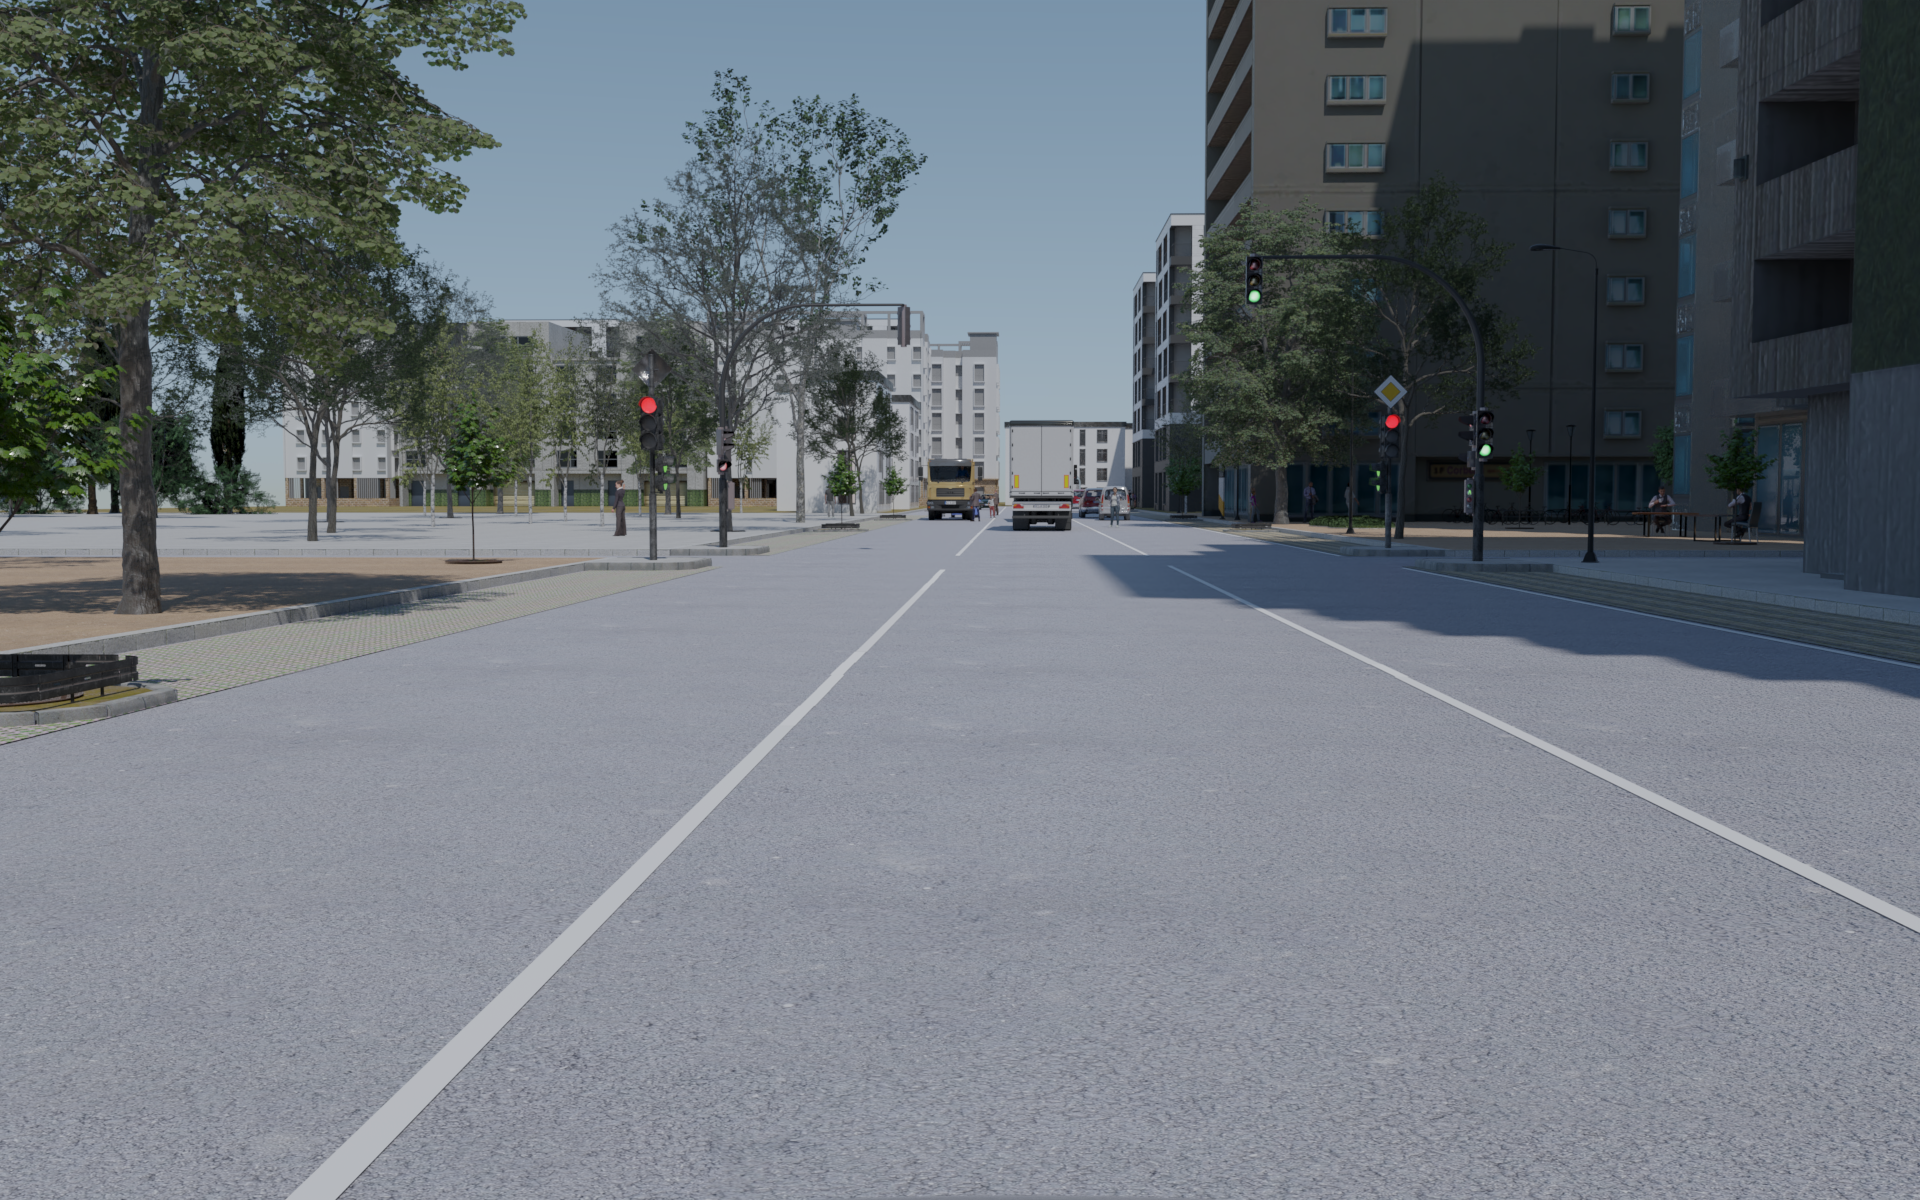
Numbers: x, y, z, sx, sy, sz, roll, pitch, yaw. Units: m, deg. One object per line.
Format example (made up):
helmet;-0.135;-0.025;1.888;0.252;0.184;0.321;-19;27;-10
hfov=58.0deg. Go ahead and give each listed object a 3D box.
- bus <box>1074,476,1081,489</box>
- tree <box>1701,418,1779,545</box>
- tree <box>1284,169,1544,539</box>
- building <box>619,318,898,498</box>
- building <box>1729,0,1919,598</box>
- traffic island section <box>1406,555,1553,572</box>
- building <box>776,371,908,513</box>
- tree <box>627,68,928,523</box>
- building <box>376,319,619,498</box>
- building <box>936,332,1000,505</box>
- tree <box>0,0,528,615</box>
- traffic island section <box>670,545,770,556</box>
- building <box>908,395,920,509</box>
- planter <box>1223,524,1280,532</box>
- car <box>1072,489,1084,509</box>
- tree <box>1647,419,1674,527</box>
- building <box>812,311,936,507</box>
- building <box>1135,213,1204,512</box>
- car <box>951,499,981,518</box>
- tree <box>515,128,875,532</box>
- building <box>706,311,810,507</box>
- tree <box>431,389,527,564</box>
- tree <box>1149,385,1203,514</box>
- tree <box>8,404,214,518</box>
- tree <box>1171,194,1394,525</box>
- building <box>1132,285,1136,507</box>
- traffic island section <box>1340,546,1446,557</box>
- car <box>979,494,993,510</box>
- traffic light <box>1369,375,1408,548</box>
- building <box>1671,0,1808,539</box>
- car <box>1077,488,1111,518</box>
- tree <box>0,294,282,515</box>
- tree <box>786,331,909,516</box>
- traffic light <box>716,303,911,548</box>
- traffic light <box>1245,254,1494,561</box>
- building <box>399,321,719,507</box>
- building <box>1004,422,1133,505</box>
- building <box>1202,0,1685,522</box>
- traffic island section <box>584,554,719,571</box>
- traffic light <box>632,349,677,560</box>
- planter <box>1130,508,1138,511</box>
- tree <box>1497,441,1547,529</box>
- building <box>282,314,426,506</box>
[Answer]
bus;10.900;-11.207;178.095;2.948;3.499;13.247;0;4;2
tree;19.745;-3.031;44.166;1.663;3.219;1.824;0;3;0
tree;12.926;-7.029;49.330;7.601;10.594;8.767;0;4;-3
building;-22.728;-22.750;215.938;32.646;21.610;27.936;0;4;2
building;18.977;-15.445;24.231;14.160;30.474;14.107;0;4;2
traffic island section;9.899;-0.661;33.095;2.009;0.180;2.903;0;4;2
building;-9.607;-11.605;131.885;9.099;9.664;28.070;0;4;2
tree;-8.186;-13.595;78.171;12.611;20.169;13.585;0;3;0
building;-55.497;-22.800;216.747;32.646;21.610;27.936;0;4;2
building;-0.951;-21.545;208.673;11.380;20.091;16.016;0;4;2
tree;-8.459;-6.138;18.476;7.486;12.596;7.792;0;3;0
traffic island section;-5.702;-1.183;41.618;2.009;0.180;2.903;0;4;2
building;-8.205;-13.350;160.426;9.099;9.664;28.070;0;4;2
planter;11.008;-2.727;65.720;1.991;0.319;1.994;0;4;2
car;9.506;-8.001;139.484;2.281;1.827;5.304;0;4;0
tree;28.401;-5.118;67.394;4.285;4.588;4.351;0;3;0
building;-8.944;-20.109;185.198;11.380;20.091;16.016;0;4;2
building;29.786;-18.233;142.092;27.936;21.610;32.646;0;4;2
car;0.298;-5.884;105.801;1.945;1.707;3.694;0;4;1
tree;-7.814;-9.056;58.430;12.009;13.543;11.850;0;3;0
building;-20.314;-20.139;185.690;11.380;20.091;16.016;0;4;2
tree;-8.972;-2.278;31.850;1.663;3.219;1.824;0;3;0
tree;14.521;-9.886;111.999;4.360;8.622;3.978;0;3;0
tree;-49.297;-8.145;96.082;20.602;7.101;11.467;1;4;10
tree;13.492;-10.164;72.839;9.857;13.997;8.962;0;3;0
building;31.288;-20.267;175.343;27.936;21.610;32.646;0;4;2
traffic island section;10.170;-1.150;41.076;2.009;0.180;2.903;0;4;2
car;2.546;-9.031;157.450;2.009;1.686;4.222;0;4;2
traffic light;10.131;-3.183;40.963;0.839;4.253;0.868;0;4;2
building;37.954;-26.350;50.424;30.456;49.044;23.786;0;4;2
car;8.307;-5.929;105.609;2.281;1.827;5.304;0;4;2
tree;-52.638;-12.859;112.065;18.604;14.587;13.155;0;4;-4
tree;-6.589;-10.124;99.939;7.601;10.594;8.767;0;4;-5
traffic light;-3.568;-4.084;41.446;4.771;5.953;1.251;0;4;2
traffic light;7.766;-3.562;32.912;4.771;5.953;1.251;0;4;2
building;-41.753;-19.538;185.899;31.486;18.905;16.747;0;4;2
building;19.302;-16.070;204.884;28.070;9.664;9.099;0;4;2
building;24.326;-28.411;88.220;21.300;48.544;21.600;0;4;2
traffic island section;-5.973;-0.695;33.637;2.009;0.180;2.903;0;4;2
traffic light;-5.933;-2.727;33.501;0.839;4.253;0.868;0;4;2
planter;13.617;-7.443;142.832;1.991;0.319;1.994;0;4;2
tree;20.516;-4.233;63.813;1.663;3.219;1.824;0;3;0
building;-64.112;-20.165;186.125;11.380;20.091;16.016;0;4;2
